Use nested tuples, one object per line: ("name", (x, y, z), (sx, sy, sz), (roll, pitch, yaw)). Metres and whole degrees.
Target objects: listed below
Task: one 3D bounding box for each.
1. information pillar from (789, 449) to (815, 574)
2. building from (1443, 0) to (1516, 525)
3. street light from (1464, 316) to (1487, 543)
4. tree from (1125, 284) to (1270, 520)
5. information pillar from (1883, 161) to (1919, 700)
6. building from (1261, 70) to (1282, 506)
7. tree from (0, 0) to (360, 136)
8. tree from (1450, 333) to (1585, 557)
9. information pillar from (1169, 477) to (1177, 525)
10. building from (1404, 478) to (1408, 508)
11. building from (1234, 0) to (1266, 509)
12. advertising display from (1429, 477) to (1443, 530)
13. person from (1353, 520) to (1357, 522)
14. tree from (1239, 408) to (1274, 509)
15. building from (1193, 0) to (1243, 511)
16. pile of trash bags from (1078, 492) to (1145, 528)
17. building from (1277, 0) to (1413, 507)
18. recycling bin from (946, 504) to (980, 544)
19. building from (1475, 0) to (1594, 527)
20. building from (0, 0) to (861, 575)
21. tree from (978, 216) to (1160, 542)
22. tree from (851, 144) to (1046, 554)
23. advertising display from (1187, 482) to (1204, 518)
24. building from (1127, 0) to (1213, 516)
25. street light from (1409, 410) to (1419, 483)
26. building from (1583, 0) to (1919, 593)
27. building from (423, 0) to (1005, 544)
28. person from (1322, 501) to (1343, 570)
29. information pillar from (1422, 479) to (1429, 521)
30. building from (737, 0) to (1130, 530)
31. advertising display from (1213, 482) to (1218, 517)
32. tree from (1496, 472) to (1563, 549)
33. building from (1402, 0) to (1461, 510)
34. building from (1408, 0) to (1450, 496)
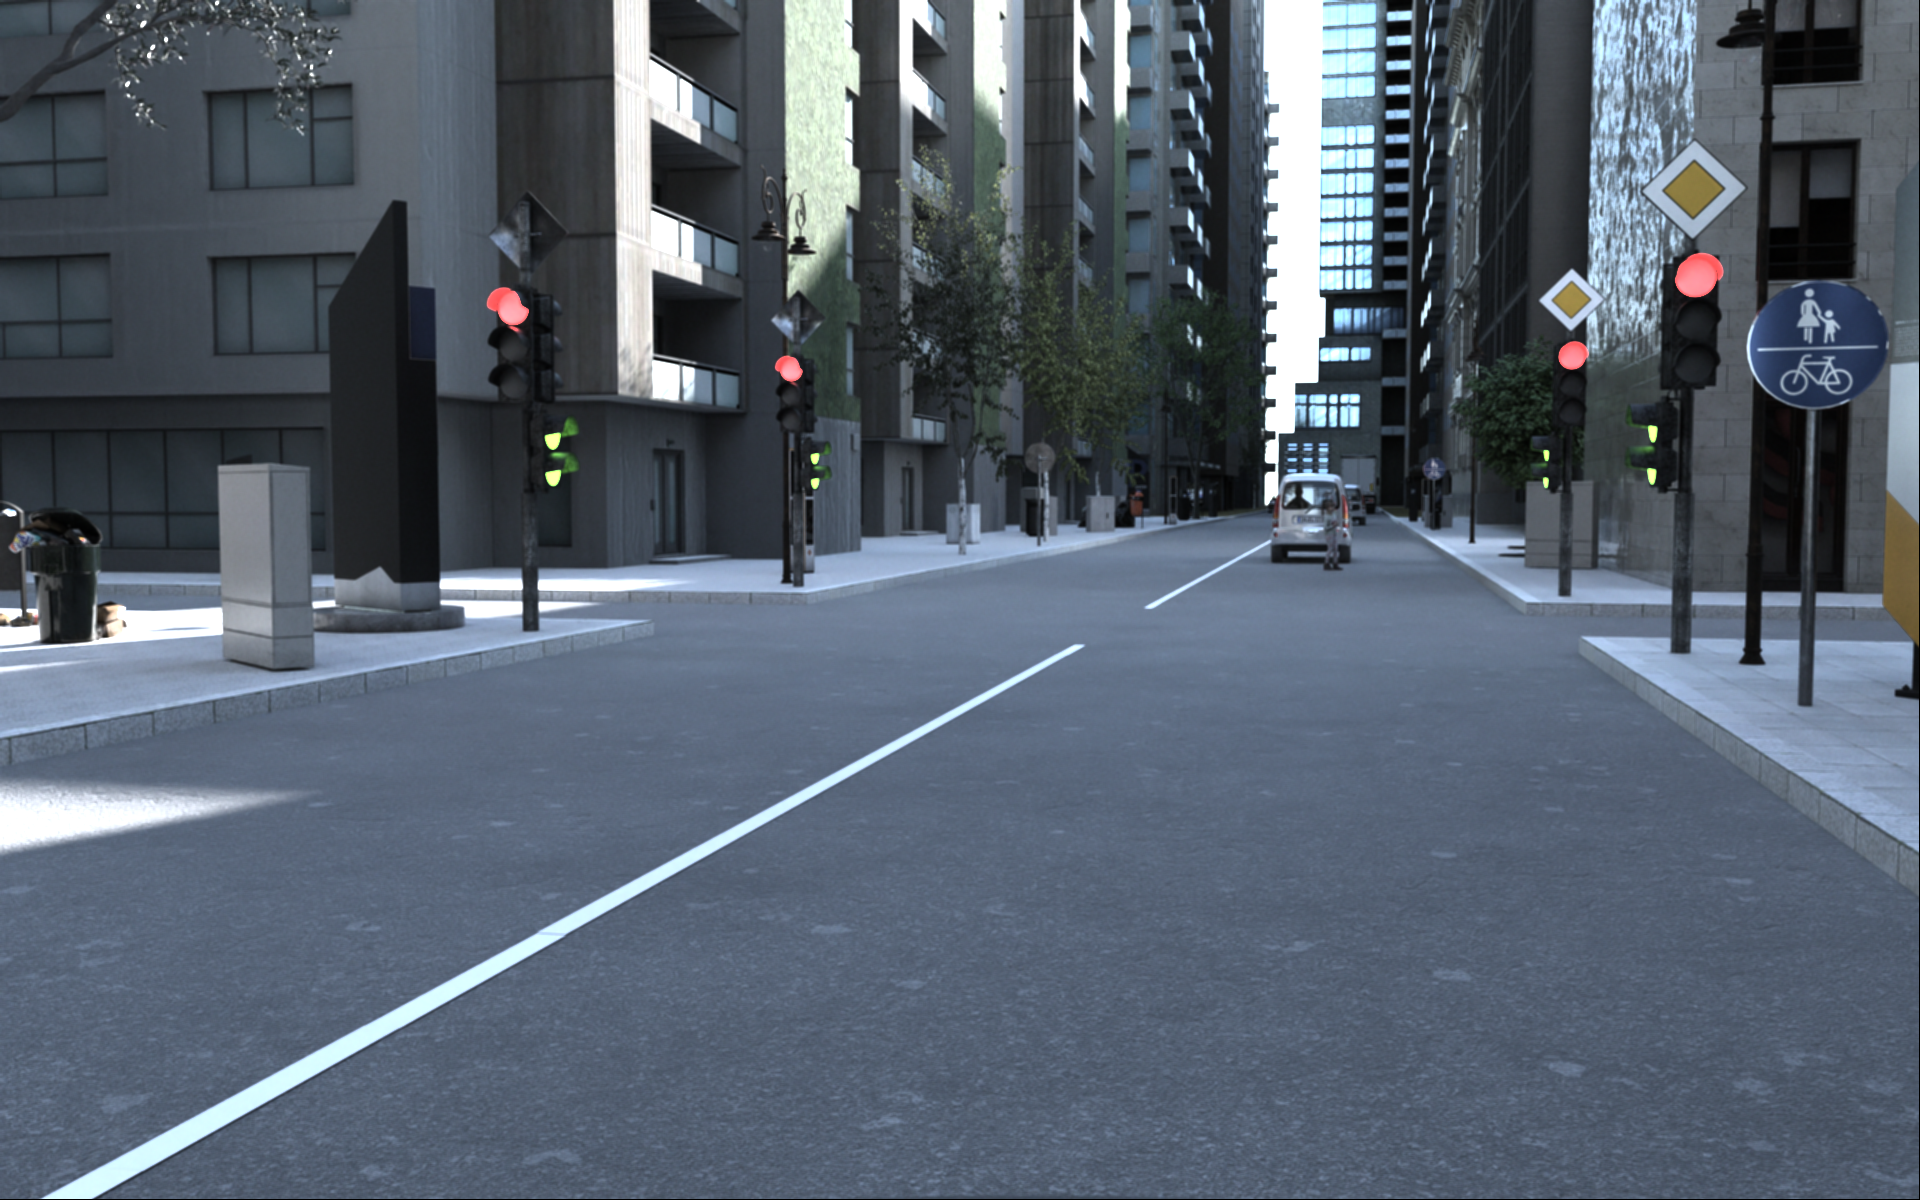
("information pillar", (-2.561, -1.440, 28.034), (0.304, 2.012, 0.304), (2, 4, 27))
("building", (30.275, -17.988, 81.495), (14.401, 28.519, 23.554), (1, 4, 13))
("street light", (13.405, -4.426, 45.158), (0.468, 5.910, 1.993), (1, 4, 13))
("tree", (11.854, -9.891, 87.471), (9.928, 11.665, 9.643), (0, 3, 0))
("information pillar", (6.042, -1.190, 10.818), (0.183, 3.616, 0.504), (-1, 4, -19))
("building", (20.351, -35.119, 193.800), (30.456, 49.044, 23.786), (1, 4, 13))
("tree", (-6.135, -6.058, 9.427), (12.009, 13.543, 11.850), (0, 3, 0))
("tree", (11.789, -3.174, 35.606), (4.285, 4.588, 4.351), (0, 3, 0))
("information pillar", (8.953, -4.182, 72.873), (0.304, 2.012, 0.304), (0, 4, -2))
("building", (48.238, -29.074, 158.956), (14.154, 41.232, 14.086), (1, 4, 13))
("building", (17.488, -44.234, 161.472), (20.611, 71.187, 20.563), (1, 4, 13))
("advertising display", (17.205, -3.511, 62.615), (0.123, 1.923, 0.974), (2, 4, 35))
("person", (19.784, -4.840, 87.726), (0.635, 1.810, 0.391), (2, 4, 26))
("tree", (24.585, -11.934, 145.482), (4.360, 8.622, 3.978), (0, 3, 0))
("building", (14.582, -29.698, 135.679), (14.600, 45.320, 14.200), (1, 4, 13))
("pile of trash bags", (5.986, -3.444, 66.066), (1.912, 1.369, 3.447), (-2, 4, -27))
("building", (50.689, -53.392, 185.623), (31.000, 86.520, 22.319), (1, 4, 13))
("recycling bin", (0.085, -1.963, 44.642), (0.722, 1.027, 0.722), (1, 4, 17))
("building", (25.334, -16.144, 57.455), (14.314, 27.812, 24.014), (1, 4, 13))
("building", (-10.591, -21.346, 32.597), (14.154, 41.232, 14.086), (1, 4, 13))
("tree", (2.536, -5.869, 46.322), (4.737, 8.622, 4.395), (0, 3, 0))
("tree", (-0.040, -5.262, 36.391), (4.360, 8.622, 3.978), (0, 3, 0))
("advertising display", (12.809, -5.450, 94.322), (0.974, 1.923, 0.123), (2, 4, 30))
("building", (4.744, -30.259, 114.337), (23.786, 49.044, 30.456), (1, 4, 13))
("street light", (24.624, -7.420, 94.103), (0.468, 5.910, 1.993), (1, 4, 13))
("building", (18.854, -10.435, 25.361), (16.860, 20.320, 10.420), (1, 4, 13))
("building", (-6.780, -22.676, 54.340), (14.154, 41.232, 14.086), (1, 4, 13))
("person", (7.007, -1.210, 32.564), (0.394, 1.301, 0.425), (2, 4, 27))
("information pillar", (22.089, -4.755, 82.235), (0.304, 2.012, 0.304), (1, 4, 12))
("building", (-0.464, -23.970, 75.512), (14.154, 41.232, 14.086), (1, 4, 13))
("advertising display", (14.208, -5.571, 96.299), (0.123, 1.923, 0.974), (0, 4, -1))
("tree", (13.528, -2.815, 40.621), (1.663, 3.219, 1.824), (0, 3, 0))
("building", (44.834, -30.276, 145.127), (14.600, 45.320, 14.200), (1, 4, 13))
("building", (44.510, -30.741, 122.227), (23.786, 49.044, 30.456), (1, 4, 13))
